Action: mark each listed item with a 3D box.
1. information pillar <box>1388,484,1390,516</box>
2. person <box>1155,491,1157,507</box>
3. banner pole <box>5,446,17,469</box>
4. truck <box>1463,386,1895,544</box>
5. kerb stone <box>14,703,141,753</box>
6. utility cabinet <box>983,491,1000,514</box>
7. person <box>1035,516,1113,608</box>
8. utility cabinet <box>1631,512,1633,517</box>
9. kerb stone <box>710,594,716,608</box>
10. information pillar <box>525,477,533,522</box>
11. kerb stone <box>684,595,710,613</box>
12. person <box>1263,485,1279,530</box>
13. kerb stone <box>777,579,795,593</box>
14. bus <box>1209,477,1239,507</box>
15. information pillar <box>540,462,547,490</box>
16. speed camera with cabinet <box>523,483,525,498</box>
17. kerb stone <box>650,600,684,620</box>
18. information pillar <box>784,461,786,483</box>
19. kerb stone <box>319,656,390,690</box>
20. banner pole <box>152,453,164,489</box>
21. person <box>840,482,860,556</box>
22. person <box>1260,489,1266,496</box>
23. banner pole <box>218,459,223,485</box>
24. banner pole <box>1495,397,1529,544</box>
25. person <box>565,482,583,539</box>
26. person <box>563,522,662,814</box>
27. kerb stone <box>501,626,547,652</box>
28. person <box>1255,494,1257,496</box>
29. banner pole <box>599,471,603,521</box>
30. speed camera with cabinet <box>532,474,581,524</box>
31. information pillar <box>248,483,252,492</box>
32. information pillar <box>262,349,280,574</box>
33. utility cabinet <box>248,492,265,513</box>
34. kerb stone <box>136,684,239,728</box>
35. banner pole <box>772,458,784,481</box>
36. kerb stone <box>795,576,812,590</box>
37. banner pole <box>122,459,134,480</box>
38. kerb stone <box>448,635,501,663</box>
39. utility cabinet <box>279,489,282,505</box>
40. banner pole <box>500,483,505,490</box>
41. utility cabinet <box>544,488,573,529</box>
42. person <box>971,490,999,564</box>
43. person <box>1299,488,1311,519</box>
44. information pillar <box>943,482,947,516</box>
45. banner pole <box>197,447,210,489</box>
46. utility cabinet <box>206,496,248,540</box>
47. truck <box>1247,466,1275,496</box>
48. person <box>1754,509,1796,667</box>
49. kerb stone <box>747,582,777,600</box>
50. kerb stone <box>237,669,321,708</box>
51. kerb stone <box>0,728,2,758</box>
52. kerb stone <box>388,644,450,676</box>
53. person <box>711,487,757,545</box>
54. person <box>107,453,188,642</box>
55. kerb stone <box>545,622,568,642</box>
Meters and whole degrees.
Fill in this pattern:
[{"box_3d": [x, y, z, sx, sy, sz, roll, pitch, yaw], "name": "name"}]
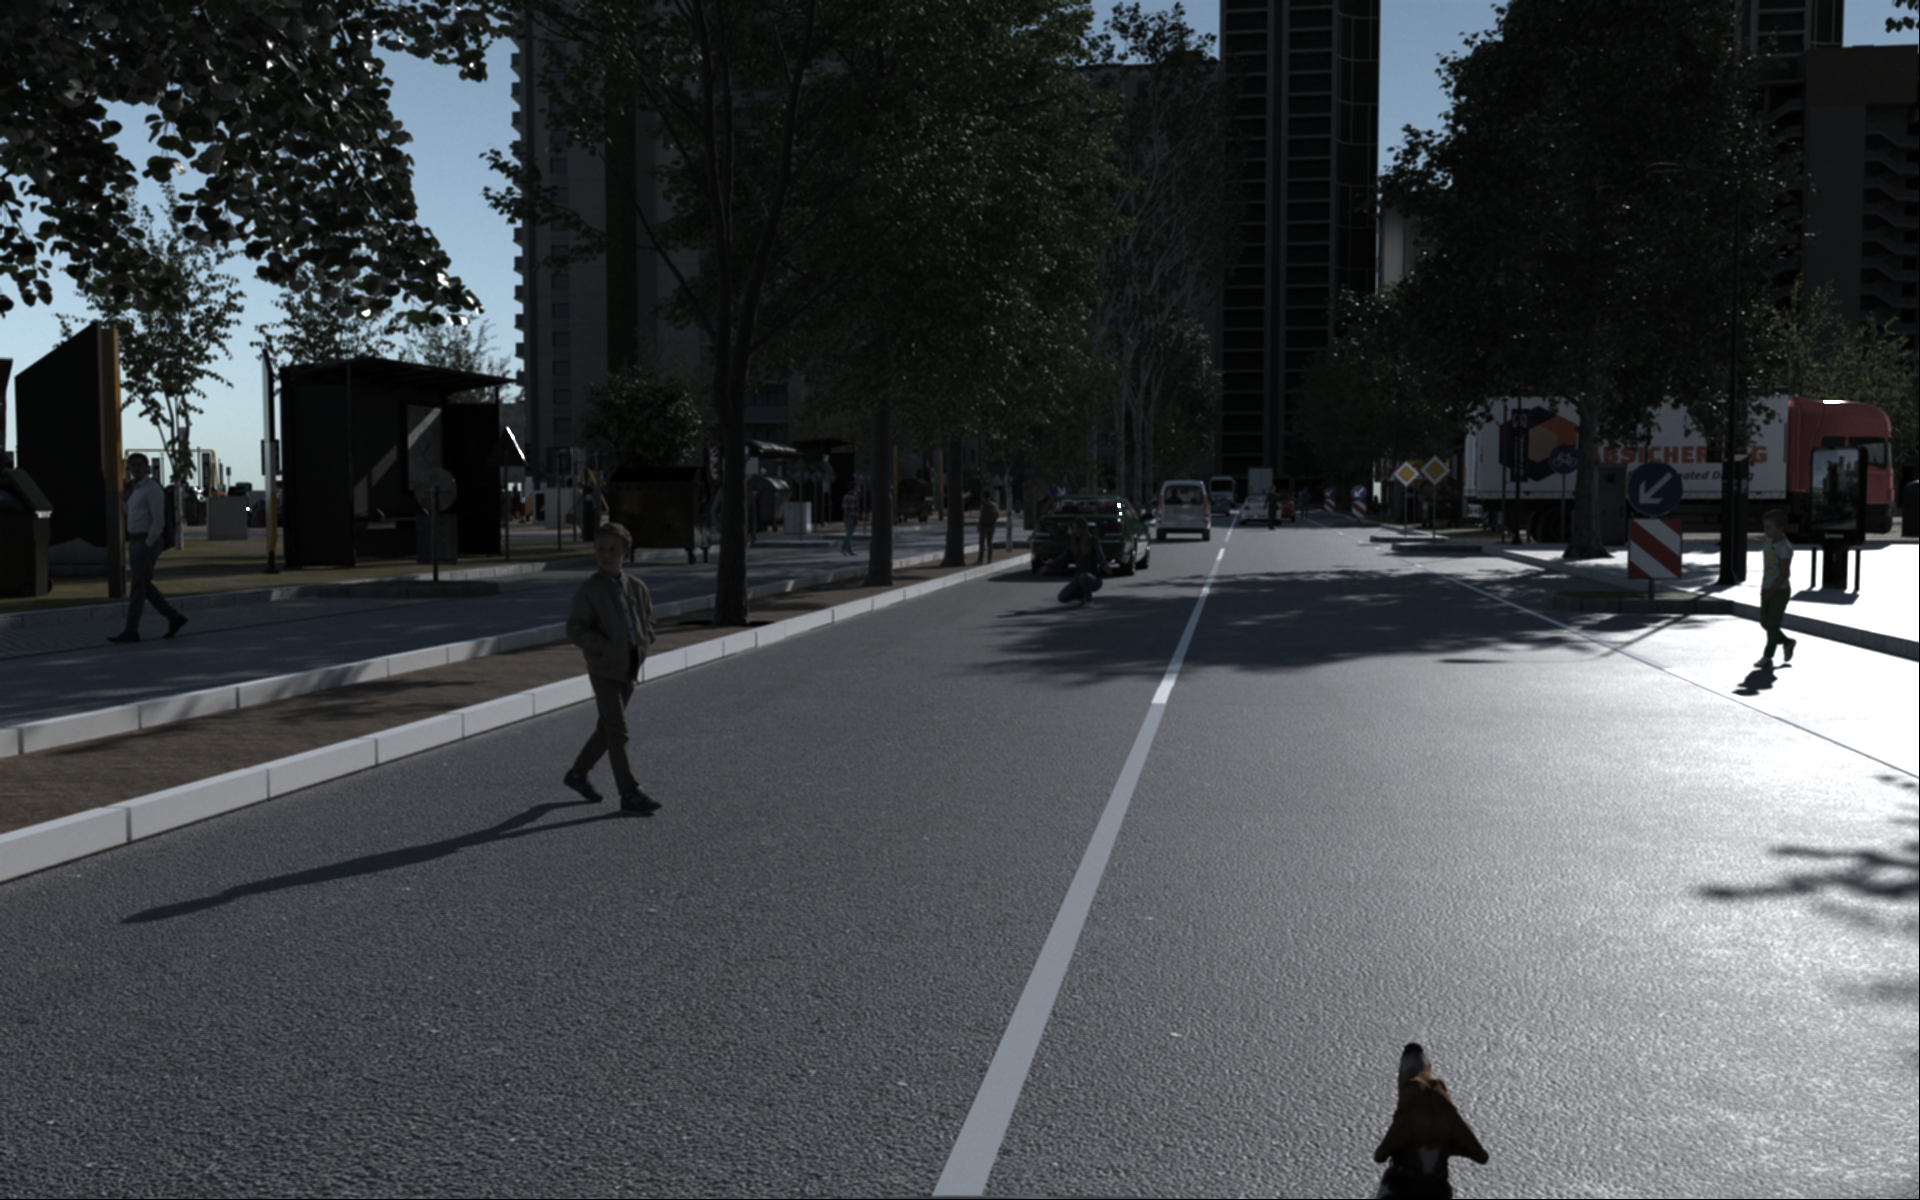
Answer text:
[{"box_3d": [24.678, -5.781, 99.006, 0.304, 2.012, 0.304, -3, 5, -44], "name": "information pillar"}, {"box_3d": [21.471, -10.987, 188.872, 1.217, 1.736, 0.721, 0, 4, 6], "name": "person"}, {"box_3d": [-48.845, -6.075, 89.348, 0.863, 3.779, 0.401, -3, 5, -40], "name": "banner pole"}, {"box_3d": [19.508, -3.529, 46.612, 11.283, 4.237, 2.839, 1, 4, 9], "name": "truck"}, {"box_3d": [-5.114, 0.746, 10.001, 0.120, 0.150, 1.000, 1, 4, 9], "name": "kerb stone"}, {"box_3d": [2.061, -6.362, 112.695, 1.173, 1.500, 0.318, 3, 5, 44], "name": "utility cabinet"}, {"box_3d": [1.569, -0.478, 21.815, 1.012, 1.151, 0.738, 3, 5, 39], "name": "person"}, {"box_3d": [25.635, -3.455, 65.170, 1.173, 1.500, 0.318, 2, 4, 34], "name": "utility cabinet"}, {"box_3d": [-3.110, 0.007, 22.119, 0.120, 0.150, 1.000, 1, 4, 9], "name": "kerb stone"}, {"box_3d": [-20.136, -5.471, 80.798, 0.504, 3.616, 0.183, 3, 4, 37], "name": "information pillar"}, {"box_3d": [-3.284, 0.066, 21.112, 0.120, 0.150, 1.000, 1, 4, 9], "name": "kerb stone"}, {"box_3d": [12.382, -3.669, 68.908, 0.576, 1.772, 0.534, -3, 5, -45], "name": "person"}, {"box_3d": [-2.621, -0.181, 25.152, 0.120, 0.150, 1.000, 1, 4, 9], "name": "kerb stone"}, {"box_3d": [28.802, -11.883, 189.147, 2.948, 3.499, 13.247, 1, 4, 10], "name": "bus"}, {"box_3d": [-29.872, -8.122, 124.145, 0.504, 3.616, 0.183, 0, 4, 3], "name": "information pillar"}, {"box_3d": [-29.993, -7.827, 122.303, 2.038, 3.252, 0.660, 2, 4, 35], "name": "speed camera with cabinet"}, {"box_3d": [-3.448, 0.128, 20.103, 0.120, 0.150, 1.000, 1, 4, 9], "name": "kerb stone"}, {"box_3d": [-11.145, -7.227, 109.519, 0.183, 3.616, 0.504, 1, 4, 17], "name": "information pillar"}, {"box_3d": [-4.611, 0.564, 13.040, 0.120, 0.150, 1.000, 1, 4, 9], "name": "kerb stone"}, {"box_3d": [-48.791, -7.065, 105.528, 0.863, 3.779, 0.401, -1, 4, -9], "name": "banner pole"}, {"box_3d": [-2.574, -1.894, 40.303, 0.643, 1.720, 0.563, -2, 4, -29], "name": "person"}, {"box_3d": [25.359, -8.324, 144.602, 1.348, 1.823, 0.705, 1, 4, 14], "name": "person"}, {"box_3d": [-53.239, -8.243, 124.786, 0.401, 3.779, 0.863, 0, 4, -4], "name": "banner pole"}, {"box_3d": [14.283, -3.346, 44.727, 0.863, 3.779, 0.401, 0, 4, -2], "name": "banner pole"}, {"box_3d": [-11.905, -2.793, 54.292, 0.853, 1.813, 0.709, 1, 4, 18], "name": "person"}, {"box_3d": [-1.582, 0.296, 7.936, 0.640, 1.303, 0.475, 2, 4, 29], "name": "person"}, {"box_3d": [-4.111, 0.379, 16.069, 0.120, 0.150, 1.000, 1, 4, 9], "name": "kerb stone"}, {"box_3d": [22.374, -7.306, 131.182, 0.991, 1.433, 0.599, 0, 4, -1], "name": "person"}, {"box_3d": [-16.808, -5.572, 81.115, 0.401, 3.779, 0.863, -1, 4, -20], "name": "banner pole"}, {"box_3d": [-17.450, -4.930, 74.942, 2.038, 3.252, 0.660, -1, 4, -10], "name": "speed camera with cabinet"}, {"box_3d": [-47.862, -6.861, 116.673, 0.304, 2.012, 0.304, -2, 4, -30], "name": "information pillar"}, {"box_3d": [-11.072, -2.228, 27.784, 0.183, 3.616, 0.504, -2, 4, -32], "name": "information pillar"}, {"box_3d": [-44.231, -6.148, 109.204, 1.173, 1.500, 0.318, -1, 4, -10], "name": "utility cabinet"}, {"box_3d": [-4.948, 0.684, 11.019, 0.120, 0.150, 1.000, 1, 4, 9], "name": "kerb stone"}, {"box_3d": [-9.533, -6.122, 90.117, 0.863, 3.779, 0.401, 1, 4, 11], "name": "banner pole"}, {"box_3d": [-2.454, -0.242, 26.160, 0.120, 0.150, 1.000, 1, 4, 9], "name": "kerb stone"}, {"box_3d": [-52.056, -7.250, 108.557, 0.863, 3.779, 0.401, 0, 4, -3], "name": "banner pole"}, {"box_3d": [-4.278, 0.437, 15.057, 0.120, 0.150, 1.000, 1, 4, 9], "name": "kerb stone"}, {"box_3d": [-39.194, -5.591, 100.087, 0.318, 1.500, 1.173, -2, 4, -34], "name": "utility cabinet"}, {"box_3d": [-32.119, -8.002, 120.850, 0.863, 3.779, 0.401, -2, 4, -35], "name": "banner pole"}, {"box_3d": [-14.477, -3.306, 62.732, 1.173, 1.500, 0.318, 2, 4, 26], "name": "utility cabinet"}, {"box_3d": [0.522, -1.469, 35.107, 0.523, 1.515, 0.503, 2, 4, 29], "name": "person"}, {"box_3d": [19.520, -5.463, 97.998, 0.661, 1.801, 0.590, 0, 4, 3], "name": "person"}, {"box_3d": [-0.904, -5.809, 99.467, 0.304, 2.012, 0.304, -2, 4, -30], "name": "information pillar"}, {"box_3d": [-40.311, -6.256, 92.305, 0.401, 3.779, 0.863, 3, 5, 40], "name": "banner pole"}, {"box_3d": [-20.457, -2.273, 48.332, 1.020, 1.237, 0.306, -3, 5, -39], "name": "utility cabinet"}, {"box_3d": [31.070, -11.621, 178.919, 2.839, 4.237, 11.283, 1, 4, 10], "name": "truck"}, {"box_3d": [6.830, -0.105, 14.461, 0.590, 1.304, 0.306, -2, 4, -32], "name": "person"}, {"box_3d": [-2.781, -0.118, 24.141, 0.120, 0.150, 1.000, 1, 4, 9], "name": "kerb stone"}, {"box_3d": [-4.774, 0.622, 12.031, 0.120, 0.150, 1.000, 1, 4, 9], "name": "kerb stone"}, {"box_3d": [-5.287, 0.808, 8.980, 0.120, 0.150, 1.000, 1, 4, 9], "name": "kerb stone"}, {"box_3d": [-4.445, 0.500, 14.049, 0.120, 0.150, 1.000, 1, 4, 9], "name": "kerb stone"}, {"box_3d": [-3.192, -0.974, 24.532, 0.635, 1.810, 0.391, -2, 4, -28], "name": "person"}, {"box_3d": [-7.980, -0.510, 16.941, 0.679, 1.850, 0.850, 3, 4, 37], "name": "person"}, {"box_3d": [-3.946, 0.313, 17.078, 0.120, 0.150, 1.000, 1, 4, 9], "name": "kerb stone"}]
